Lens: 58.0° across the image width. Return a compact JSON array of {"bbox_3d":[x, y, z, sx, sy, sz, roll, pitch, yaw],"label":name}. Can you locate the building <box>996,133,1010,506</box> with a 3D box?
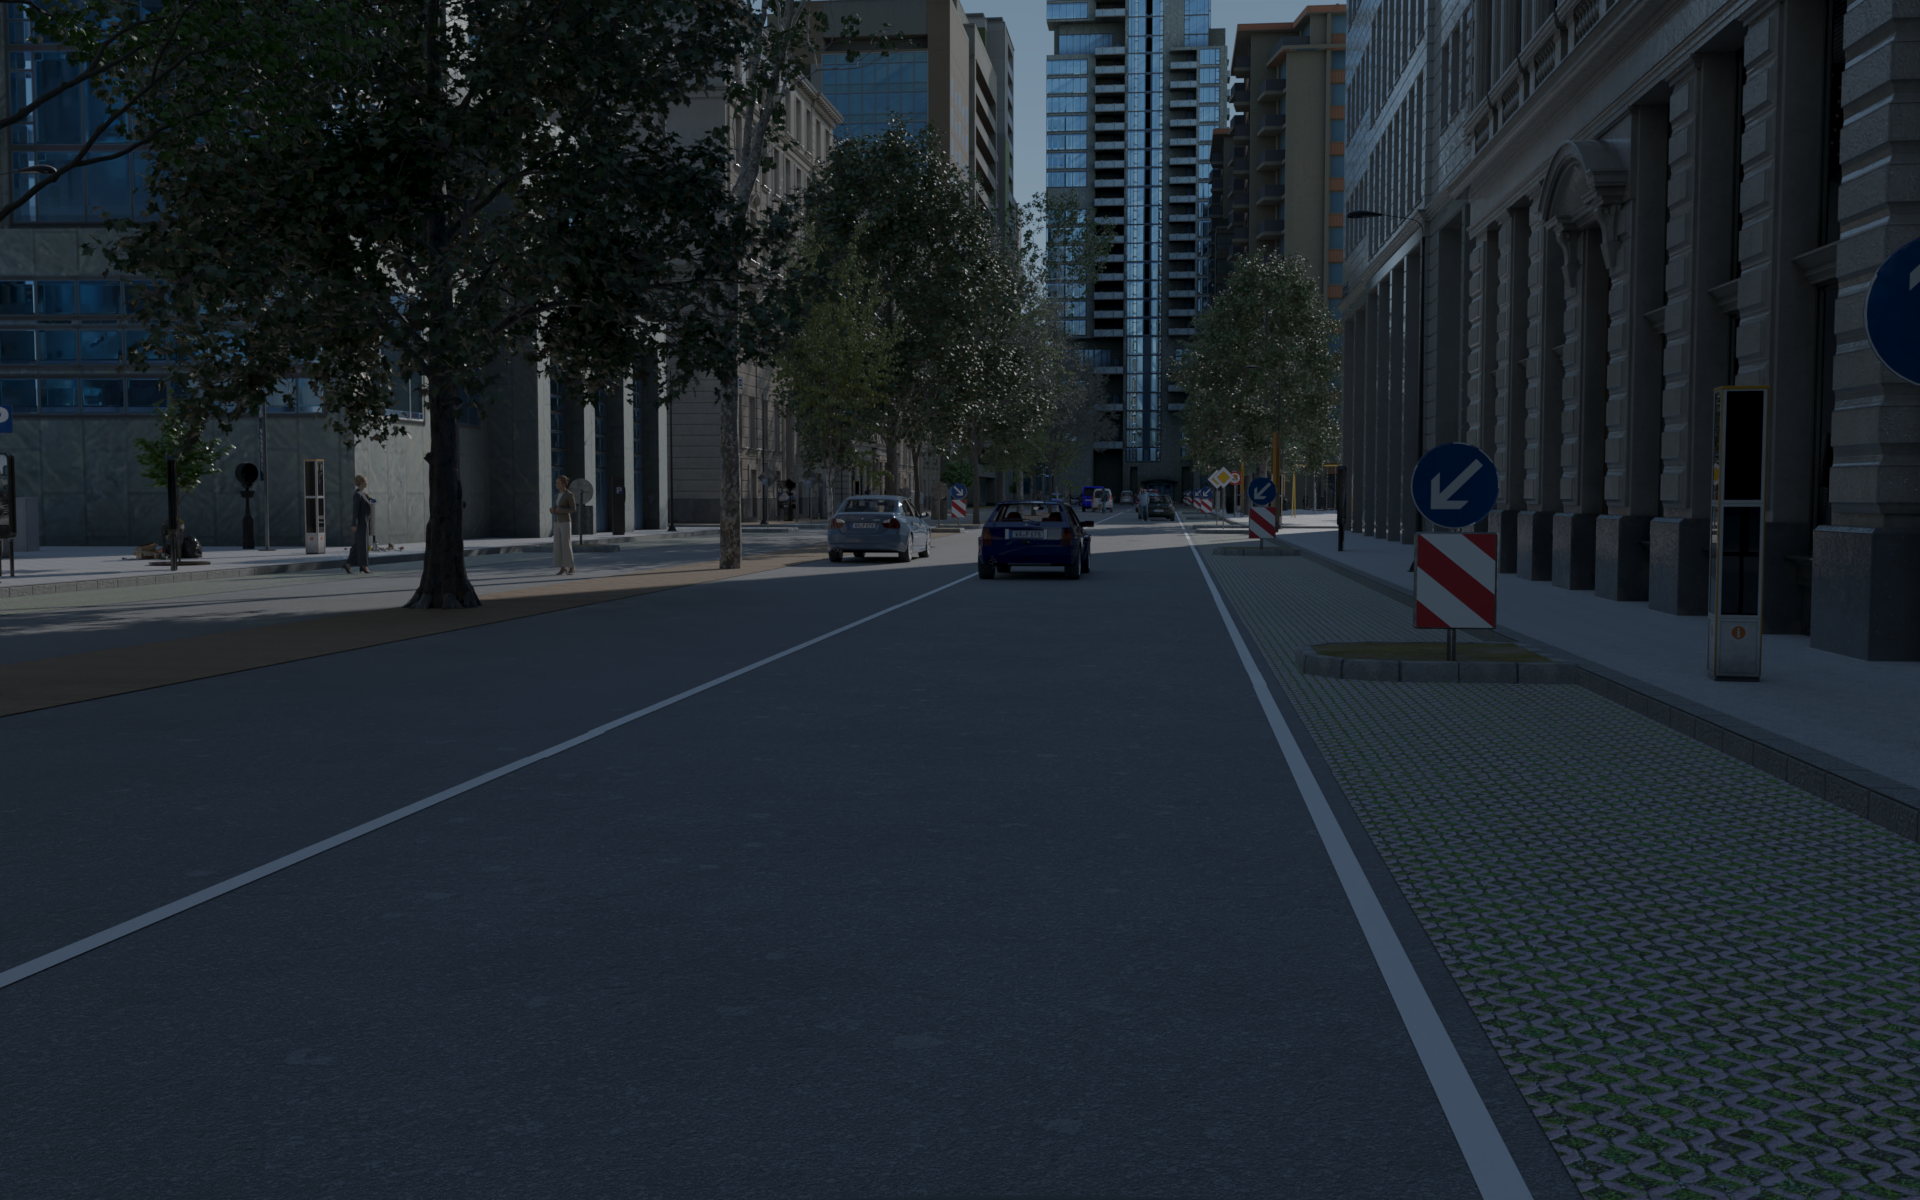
[{"bbox_3d":[-2.156,-31.065,191.502,14.154,41.232,14.086,0,4,7],"label":"building"}]

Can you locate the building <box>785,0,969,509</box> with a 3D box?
[{"bbox_3d":[-6.854,-30.907,155.442,14.600,45.320,14.200,0,4,7],"label":"building"}]

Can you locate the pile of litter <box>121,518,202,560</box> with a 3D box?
[{"bbox_3d":[-15.838,-1.250,34.400,1.176,0.858,1.719,3,5,41],"label":"pile of litter"}]

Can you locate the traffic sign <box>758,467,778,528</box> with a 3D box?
[{"bbox_3d":[-7.228,-3.761,65.127,0.795,2.450,0.064,0,4,7],"label":"traffic sign"}]

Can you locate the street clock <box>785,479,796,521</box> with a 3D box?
[{"bbox_3d":[-7.952,-4.684,81.153,0.471,2.002,0.358,-2,4,-24],"label":"street clock"}]

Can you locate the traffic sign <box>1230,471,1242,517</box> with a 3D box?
[{"bbox_3d":[15.228,-5.864,95.977,0.768,2.556,0.104,0,4,8],"label":"traffic sign"}]

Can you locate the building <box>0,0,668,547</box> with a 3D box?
[{"bbox_3d":[-27.392,-45.183,51.416,31.000,86.520,22.319,0,4,7],"label":"building"}]

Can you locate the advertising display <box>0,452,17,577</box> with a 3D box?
[{"bbox_3d":[-15.148,-1.332,26.986,0.974,1.923,0.123,1,4,15],"label":"advertising display"}]

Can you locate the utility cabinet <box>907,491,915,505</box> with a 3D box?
[{"bbox_3d":[-3.359,-6.557,115.891,0.318,1.500,1.173,2,4,29],"label":"utility cabinet"}]

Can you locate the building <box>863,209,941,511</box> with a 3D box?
[{"bbox_3d":[-8.606,-20.439,131.440,12.463,27.353,25.104,0,4,7],"label":"building"}]

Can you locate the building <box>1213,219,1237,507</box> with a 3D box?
[{"bbox_3d":[33.825,-25.134,182.636,14.160,30.474,14.107,0,4,7],"label":"building"}]

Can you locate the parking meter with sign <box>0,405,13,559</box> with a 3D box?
[{"bbox_3d":[-19.254,-2.346,34.611,0.543,3.016,1.738,-2,4,-32],"label":"parking meter with sign"}]

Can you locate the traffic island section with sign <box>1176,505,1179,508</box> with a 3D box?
[{"bbox_3d":[22.659,-10.012,172.327,1.989,1.847,2.006,0,4,7],"label":"traffic island section with sign"}]

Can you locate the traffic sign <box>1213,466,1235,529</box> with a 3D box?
[{"bbox_3d":[9.595,-3.637,63.106,0.795,2.450,0.064,0,4,7],"label":"traffic sign"}]

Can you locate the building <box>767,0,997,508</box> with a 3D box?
[{"bbox_3d":[-7.946,-33.659,174.032,21.300,48.544,21.600,0,4,7],"label":"building"}]

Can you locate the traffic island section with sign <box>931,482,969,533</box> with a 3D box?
[{"bbox_3d":[-0.864,-3.458,64.668,2.006,1.907,1.989,0,4,7],"label":"traffic island section with sign"}]

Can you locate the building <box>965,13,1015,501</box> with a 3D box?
[{"bbox_3d":[-7.778,-41.043,213.054,28.212,58.520,21.231,0,4,7],"label":"building"}]

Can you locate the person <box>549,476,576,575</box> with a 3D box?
[{"bbox_3d":[-7.072,-1.325,30.707,0.519,1.759,0.362,3,4,38],"label":"person"}]

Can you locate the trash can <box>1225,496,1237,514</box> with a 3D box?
[{"bbox_3d":[17.557,-6.156,112.301,0.748,1.137,0.748,0,3,0],"label":"trash can"}]

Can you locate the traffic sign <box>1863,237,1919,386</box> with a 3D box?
[{"bbox_3d":[4.804,-0.513,8.495,0.768,2.556,0.104,1,4,11],"label":"traffic sign"}]

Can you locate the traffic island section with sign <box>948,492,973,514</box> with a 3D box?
[{"bbox_3d":[0.223,-7.118,125.012,1.989,1.847,2.006,0,4,7],"label":"traffic island section with sign"}]

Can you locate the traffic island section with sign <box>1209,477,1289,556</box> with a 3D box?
[{"bbox_3d":[6.960,-1.966,40.775,1.989,1.847,2.006,0,4,7],"label":"traffic island section with sign"}]

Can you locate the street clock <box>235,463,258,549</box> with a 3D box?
[{"bbox_3d":[-16.570,-2.184,40.281,0.358,2.002,0.471,2,4,31],"label":"street clock"}]

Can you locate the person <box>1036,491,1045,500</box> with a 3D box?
[{"bbox_3d":[8.804,-11.146,191.450,1.217,1.736,0.721,-2,4,-25],"label":"person"}]

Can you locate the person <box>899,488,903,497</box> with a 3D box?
[{"bbox_3d":[-3.096,-4.799,87.517,0.362,1.759,0.519,-2,4,-30],"label":"person"}]

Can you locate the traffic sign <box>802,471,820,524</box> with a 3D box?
[{"bbox_3d":[-6.281,-4.246,73.056,0.795,2.450,0.064,0,4,7],"label":"traffic sign"}]

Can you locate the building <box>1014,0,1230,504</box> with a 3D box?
[{"bbox_3d":[23.961,-56.713,239.935,31.000,86.520,22.319,0,4,7],"label":"building"}]

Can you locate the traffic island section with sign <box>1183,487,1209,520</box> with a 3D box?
[{"bbox_3d":[13.619,-5.381,96.613,1.989,1.847,2.006,0,4,7],"label":"traffic island section with sign"}]

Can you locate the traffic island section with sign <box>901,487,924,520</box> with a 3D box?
[{"bbox_3d":[-3.059,-5.436,97.513,1.989,1.847,2.006,0,4,7],"label":"traffic island section with sign"}]

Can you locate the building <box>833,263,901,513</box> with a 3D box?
[{"bbox_3d":[-9.908,-14.945,108.986,10.561,19.102,19.286,0,4,7],"label":"building"}]

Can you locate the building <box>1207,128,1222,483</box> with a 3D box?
[{"bbox_3d":[40.339,-33.587,203.778,22.147,44.769,28.867,0,4,7],"label":"building"}]

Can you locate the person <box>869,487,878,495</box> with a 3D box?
[{"bbox_3d":[-3.863,-4.317,79.277,0.606,1.804,0.583,3,5,40],"label":"person"}]

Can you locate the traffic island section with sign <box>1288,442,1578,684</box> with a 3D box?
[{"bbox_3d":[3.764,-0.329,14.010,1.989,1.847,2.006,0,4,7],"label":"traffic island section with sign"}]

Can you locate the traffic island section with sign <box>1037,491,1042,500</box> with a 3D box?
[{"bbox_3d":[9.283,-11.759,200.892,1.989,1.847,2.006,0,4,7],"label":"traffic island section with sign"}]

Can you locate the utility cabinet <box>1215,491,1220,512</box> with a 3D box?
[{"bbox_3d":[18.142,-6.932,122.024,0.318,1.500,1.173,0,4,7],"label":"utility cabinet"}]

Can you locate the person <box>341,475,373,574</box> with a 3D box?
[{"bbox_3d":[-10.749,-1.346,30.934,0.534,1.772,0.576,-2,4,-35],"label":"person"}]

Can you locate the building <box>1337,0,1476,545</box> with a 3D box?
[{"bbox_3d":[17.095,-16.390,45.471,11.434,29.767,29.804,0,4,7],"label":"building"}]

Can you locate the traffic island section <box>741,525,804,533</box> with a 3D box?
[{"bbox_3d":[-7.252,-2.625,65.192,2.009,0.180,2.903,0,4,7],"label":"traffic island section"}]

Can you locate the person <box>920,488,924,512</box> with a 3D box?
[{"bbox_3d":[-2.476,-5.854,104.404,0.606,1.804,0.583,-3,5,-41],"label":"person"}]

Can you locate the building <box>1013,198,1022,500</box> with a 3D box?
[{"bbox_3d":[1.089,-34.025,239.898,14.086,41.232,14.154,0,4,7],"label":"building"}]

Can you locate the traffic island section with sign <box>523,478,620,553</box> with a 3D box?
[{"bbox_3d":[-9.563,-2.104,43.021,1.989,1.847,2.006,0,4,7],"label":"traffic island section with sign"}]

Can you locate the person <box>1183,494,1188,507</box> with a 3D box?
[{"bbox_3d":[23.886,-10.580,182.002,0.721,1.766,1.217,-3,4,-38],"label":"person"}]

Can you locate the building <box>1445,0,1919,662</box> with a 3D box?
[{"bbox_3d":[12.814,-11.761,21.170,11.050,23.489,19.941,0,4,7],"label":"building"}]

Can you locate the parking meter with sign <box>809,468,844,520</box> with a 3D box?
[{"bbox_3d":[-6.752,-5.592,87.687,1.738,3.016,0.543,-2,4,-26],"label":"parking meter with sign"}]

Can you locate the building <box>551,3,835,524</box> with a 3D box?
[{"bbox_3d":[-14.159,-17.717,86.930,12.463,27.353,25.104,0,4,7],"label":"building"}]

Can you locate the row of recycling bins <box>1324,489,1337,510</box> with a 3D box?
[{"bbox_3d":[30.447,-7.912,136.481,3.534,1.692,1.069,1,4,17],"label":"row of recycling bins"}]

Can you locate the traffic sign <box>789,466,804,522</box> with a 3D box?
[{"bbox_3d":[-7.377,-4.780,78.256,0.768,2.556,0.104,1,4,10],"label":"traffic sign"}]

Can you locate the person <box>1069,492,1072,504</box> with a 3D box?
[{"bbox_3d":[12.425,-11.328,194.420,0.721,1.735,1.217,0,4,6],"label":"person"}]

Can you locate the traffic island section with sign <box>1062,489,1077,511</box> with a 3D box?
[{"bbox_3d":[8.922,-8.471,146.634,2.006,1.907,1.989,0,4,7],"label":"traffic island section with sign"}]

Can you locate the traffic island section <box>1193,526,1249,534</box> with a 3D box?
[{"bbox_3d":[9.619,-2.502,63.180,2.009,0.180,2.903,0,4,7],"label":"traffic island section"}]

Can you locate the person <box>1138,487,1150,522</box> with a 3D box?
[{"bbox_3d":[9.439,-4.895,88.792,0.793,1.790,0.793,-2,4,-30],"label":"person"}]

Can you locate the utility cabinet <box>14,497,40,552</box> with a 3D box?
[{"bbox_3d":[-20.945,-1.692,38.827,0.306,1.237,1.020,-1,4,-14],"label":"utility cabinet"}]

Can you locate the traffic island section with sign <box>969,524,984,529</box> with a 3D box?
[{"bbox_3d":[0.024,-3.907,72.022,2.006,1.907,1.989,0,4,7],"label":"traffic island section with sign"}]

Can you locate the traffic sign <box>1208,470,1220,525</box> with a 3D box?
[{"bbox_3d":[10.542,-4.122,71.035,0.795,2.450,0.064,0,4,7],"label":"traffic sign"}]

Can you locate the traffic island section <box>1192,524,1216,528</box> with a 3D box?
[{"bbox_3d":[10.566,-2.986,71.109,2.009,0.180,2.903,0,4,7],"label":"traffic island section"}]

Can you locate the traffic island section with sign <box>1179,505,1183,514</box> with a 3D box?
[{"bbox_3d":[16.822,-7.018,123.378,1.989,1.847,2.006,0,4,7],"label":"traffic island section with sign"}]

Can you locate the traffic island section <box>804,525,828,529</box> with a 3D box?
[{"bbox_3d":[-6.305,-3.110,73.121,2.009,0.180,2.903,0,4,7],"label":"traffic island section"}]

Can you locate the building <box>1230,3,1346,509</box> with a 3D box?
[{"bbox_3d":[36.114,-30.930,160.329,22.147,44.769,28.867,0,4,7],"label":"building"}]

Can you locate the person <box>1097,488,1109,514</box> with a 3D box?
[{"bbox_3d":[10.093,-6.943,122.003,0.794,1.824,0.713,-3,5,-40],"label":"person"}]
